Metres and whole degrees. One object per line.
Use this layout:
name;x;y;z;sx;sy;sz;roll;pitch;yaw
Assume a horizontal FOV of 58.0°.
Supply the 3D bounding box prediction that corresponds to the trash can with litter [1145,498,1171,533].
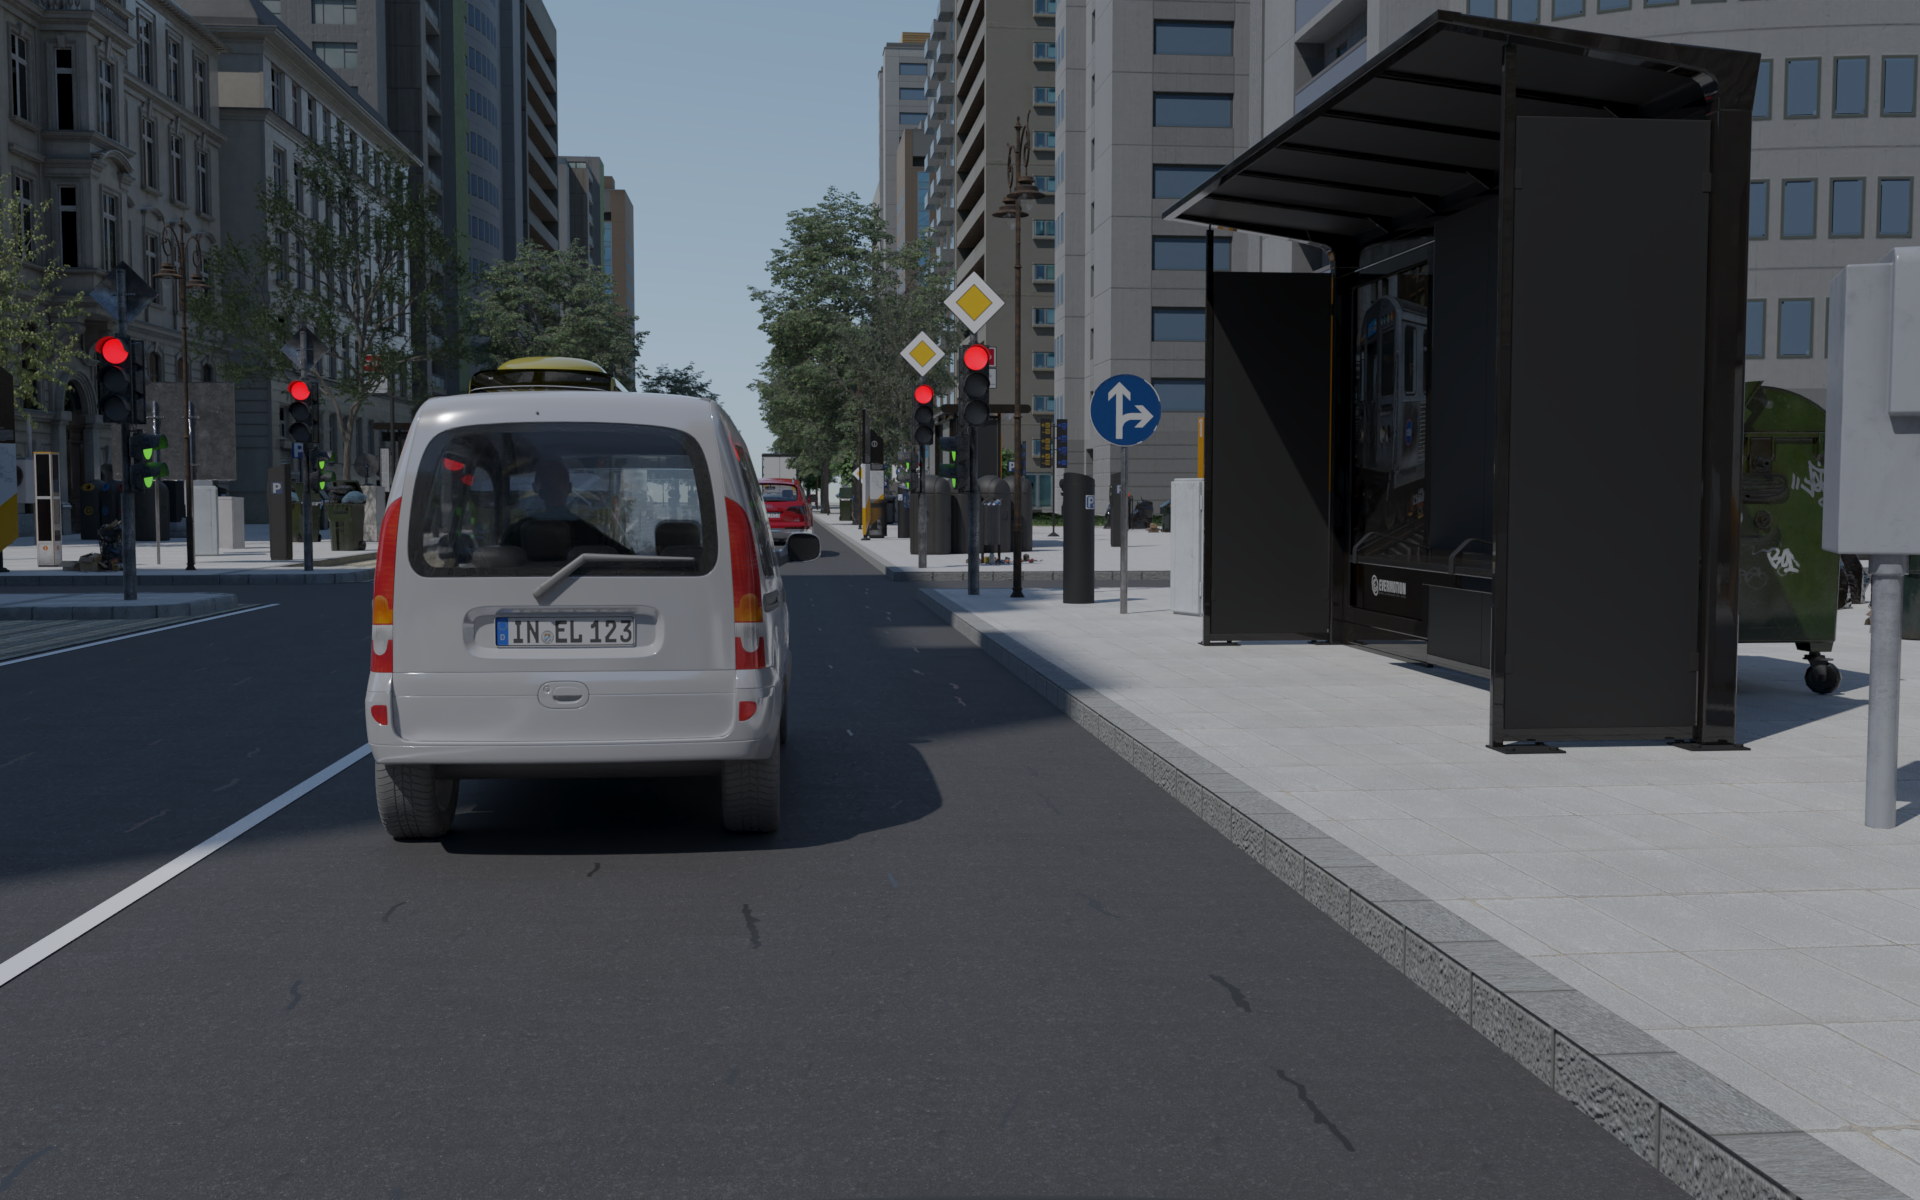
trash can with litter;6.734;-2.825;57.577;1.055;1.170;0.624;-1;4;-14

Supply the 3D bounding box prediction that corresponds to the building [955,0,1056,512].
building;11.292;-30.977;130.168;21.300;48.544;21.600;0;4;-6

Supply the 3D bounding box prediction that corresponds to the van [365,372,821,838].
van;-1.698;-0.099;8.638;2.013;2.044;4.112;0;4;-5

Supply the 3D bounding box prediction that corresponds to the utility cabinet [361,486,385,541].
utility cabinet;-15.964;-2.325;46.698;1.173;1.500;0.318;3;4;36

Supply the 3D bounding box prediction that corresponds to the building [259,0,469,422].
building;-38.971;-25.966;108.146;14.154;41.232;14.086;0;4;-6

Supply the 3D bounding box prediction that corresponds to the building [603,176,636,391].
building;-53.900;-36.502;246.911;14.600;45.320;14.200;0;4;-6

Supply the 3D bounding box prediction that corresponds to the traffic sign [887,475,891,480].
traffic sign;-4.584;-6.424;105.144;0.768;2.556;0.104;0;3;0

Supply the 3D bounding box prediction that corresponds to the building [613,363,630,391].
building;-57.982;-23.212;224.561;27.650;21.520;28.899;0;4;-6

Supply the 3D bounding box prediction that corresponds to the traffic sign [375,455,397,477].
traffic sign;-18.121;-3.330;54.548;0.768;2.556;0.104;0;4;0

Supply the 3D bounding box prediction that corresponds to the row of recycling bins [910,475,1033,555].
row of recycling bins;0.328;-1.872;37.728;1.069;1.692;3.534;3;5;43

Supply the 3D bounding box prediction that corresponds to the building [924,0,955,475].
building;8.541;-32.806;155.987;23.786;49.044;30.456;0;4;-6

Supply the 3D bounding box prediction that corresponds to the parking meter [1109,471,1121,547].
parking meter;3.830;-2.217;41.954;0.399;1.863;0.255;-1;4;-10

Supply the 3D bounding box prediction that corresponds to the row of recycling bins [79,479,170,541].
row of recycling bins;-23.194;-2.507;48.109;3.534;1.692;1.069;2;4;33

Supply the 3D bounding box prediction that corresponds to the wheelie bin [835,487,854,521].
wheelie bin;-5.446;-4.560;82.469;0.980;1.594;0.693;0;4;2

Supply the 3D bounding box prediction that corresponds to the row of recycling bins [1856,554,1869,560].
row of recycling bins;18.799;-1.645;34.009;3.534;1.692;1.069;0;4;-8

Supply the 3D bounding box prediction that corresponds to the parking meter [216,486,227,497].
parking meter;-24.402;-2.987;57.241;0.372;1.533;0.369;0;3;0

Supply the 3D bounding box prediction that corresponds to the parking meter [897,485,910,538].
parking meter;-1.628;-2.561;50.277;0.372;1.533;0.369;0;3;0

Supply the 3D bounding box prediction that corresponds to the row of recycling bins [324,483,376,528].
row of recycling bins;-23.923;-3.606;66.073;3.534;1.692;1.069;0;4;-7

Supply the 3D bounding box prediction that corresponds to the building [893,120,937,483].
building;-0.223;-34.146;208.395;14.600;45.320;14.200;0;4;-6

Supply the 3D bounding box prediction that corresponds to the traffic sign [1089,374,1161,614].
traffic sign;1.755;-1.124;18.487;0.768;2.556;0.104;0;4;1

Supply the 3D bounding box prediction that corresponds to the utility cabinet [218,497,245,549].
utility cabinet;-17.201;-1.815;40.836;0.306;1.237;1.020;-3;5;-44

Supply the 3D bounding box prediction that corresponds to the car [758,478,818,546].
car;-4.504;-1.983;41.093;2.281;1.827;5.304;0;4;-5

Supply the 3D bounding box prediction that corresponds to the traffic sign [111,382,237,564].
traffic sign;-14.281;-2.299;31.464;2.265;3.308;0.079;0;4;1

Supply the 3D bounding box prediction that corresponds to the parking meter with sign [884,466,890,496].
parking meter with sign;-3.432;-5.102;79.682;0.543;3.016;1.738;0;4;3

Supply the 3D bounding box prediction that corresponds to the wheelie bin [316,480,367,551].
wheelie bin;-13.827;-1.907;39.086;0.980;1.594;0.693;1;4;11

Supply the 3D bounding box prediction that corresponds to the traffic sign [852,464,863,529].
traffic sign;-3.581;-3.836;63.909;0.795;2.450;0.064;0;4;3

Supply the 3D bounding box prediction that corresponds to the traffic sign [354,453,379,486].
traffic sign;-18.555;-3.306;54.152;0.768;2.556;0.104;0;4;0

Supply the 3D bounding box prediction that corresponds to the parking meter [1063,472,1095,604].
parking meter;1.395;-0.729;20.328;0.372;1.533;0.369;0;3;0

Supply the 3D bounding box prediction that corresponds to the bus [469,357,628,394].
bus;-7.826;-2.640;34.718;2.896;3.916;12.252;0;4;-8

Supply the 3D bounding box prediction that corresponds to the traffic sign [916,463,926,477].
traffic sign;-1.606;-3.912;63.971;0.884;2.594;0.081;0;4;-5

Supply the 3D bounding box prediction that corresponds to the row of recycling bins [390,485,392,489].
row of recycling bins;-24.989;-4.134;74.699;1.069;1.692;3.534;2;4;29

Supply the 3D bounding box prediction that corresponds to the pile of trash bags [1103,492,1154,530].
pile of trash bags;6.149;-3.293;63.592;1.912;1.369;3.447;0;4;8

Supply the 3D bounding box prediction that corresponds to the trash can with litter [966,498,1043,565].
trash can with litter;0.903;-1.305;32.387;1.678;1.210;2.233;3;5;39

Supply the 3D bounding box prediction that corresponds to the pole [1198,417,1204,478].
pole;6.426;-3.199;46.141;0.158;3.312;0.155;0;3;0

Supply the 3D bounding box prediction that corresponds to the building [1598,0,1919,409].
building;25.022;-31.237;52.724;28.212;58.520;21.231;0;4;-6

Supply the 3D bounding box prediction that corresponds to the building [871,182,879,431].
building;-1.765;-38.575;254.409;21.300;48.544;21.600;0;4;-6

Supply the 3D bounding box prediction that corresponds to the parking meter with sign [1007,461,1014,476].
parking meter with sign;2.291;-5.914;92.961;0.543;3.016;1.738;-2;4;-34

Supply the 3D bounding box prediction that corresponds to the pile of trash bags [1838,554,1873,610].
pile of trash bags;10.766;-0.643;20.260;1.912;1.369;3.447;3;5;42

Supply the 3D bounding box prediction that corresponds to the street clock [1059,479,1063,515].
street clock;4.932;-4.758;82.359;0.358;2.002;0.471;3;4;38

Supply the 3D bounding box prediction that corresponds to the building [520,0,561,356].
building;-47.619;-32.394;153.343;21.300;48.544;21.600;0;4;-6

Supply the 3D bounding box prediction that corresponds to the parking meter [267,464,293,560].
parking meter;-13.187;-1.704;33.579;0.399;1.863;0.255;0;4;6

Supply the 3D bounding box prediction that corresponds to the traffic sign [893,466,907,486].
traffic sign;-2.087;-3.598;60.957;0.606;2.300;0.079;0;4;-2

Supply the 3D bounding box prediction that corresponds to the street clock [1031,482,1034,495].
street clock;4.279;-6.145;105.045;0.358;2.002;0.471;1;4;21

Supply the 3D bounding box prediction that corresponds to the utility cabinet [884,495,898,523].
utility cabinet;-2.908;-4.011;76.734;1.020;1.237;0.306;3;5;39

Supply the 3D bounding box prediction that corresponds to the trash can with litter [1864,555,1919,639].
trash can with litter;8.450;-0.253;15.531;0.624;1.170;1.055;0;4;3

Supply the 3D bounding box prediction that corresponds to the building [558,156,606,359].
building;-49.352;-31.785;203.283;14.154;41.232;14.086;0;4;-6

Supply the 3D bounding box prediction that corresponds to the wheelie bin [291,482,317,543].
wheelie bin;-17.460;-2.333;46.056;0.693;1.594;0.980;3;4;38

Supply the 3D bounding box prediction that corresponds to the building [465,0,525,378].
building;-45.213;-35.853;128.196;21.231;58.520;28.212;0;4;-6

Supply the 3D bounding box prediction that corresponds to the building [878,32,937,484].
building;-0.214;-42.035;229.273;21.231;58.520;28.212;0;4;-6

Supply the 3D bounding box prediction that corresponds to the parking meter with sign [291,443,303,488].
parking meter with sign;-22.101;-3.714;56.991;0.543;3.016;1.738;0;4;7
